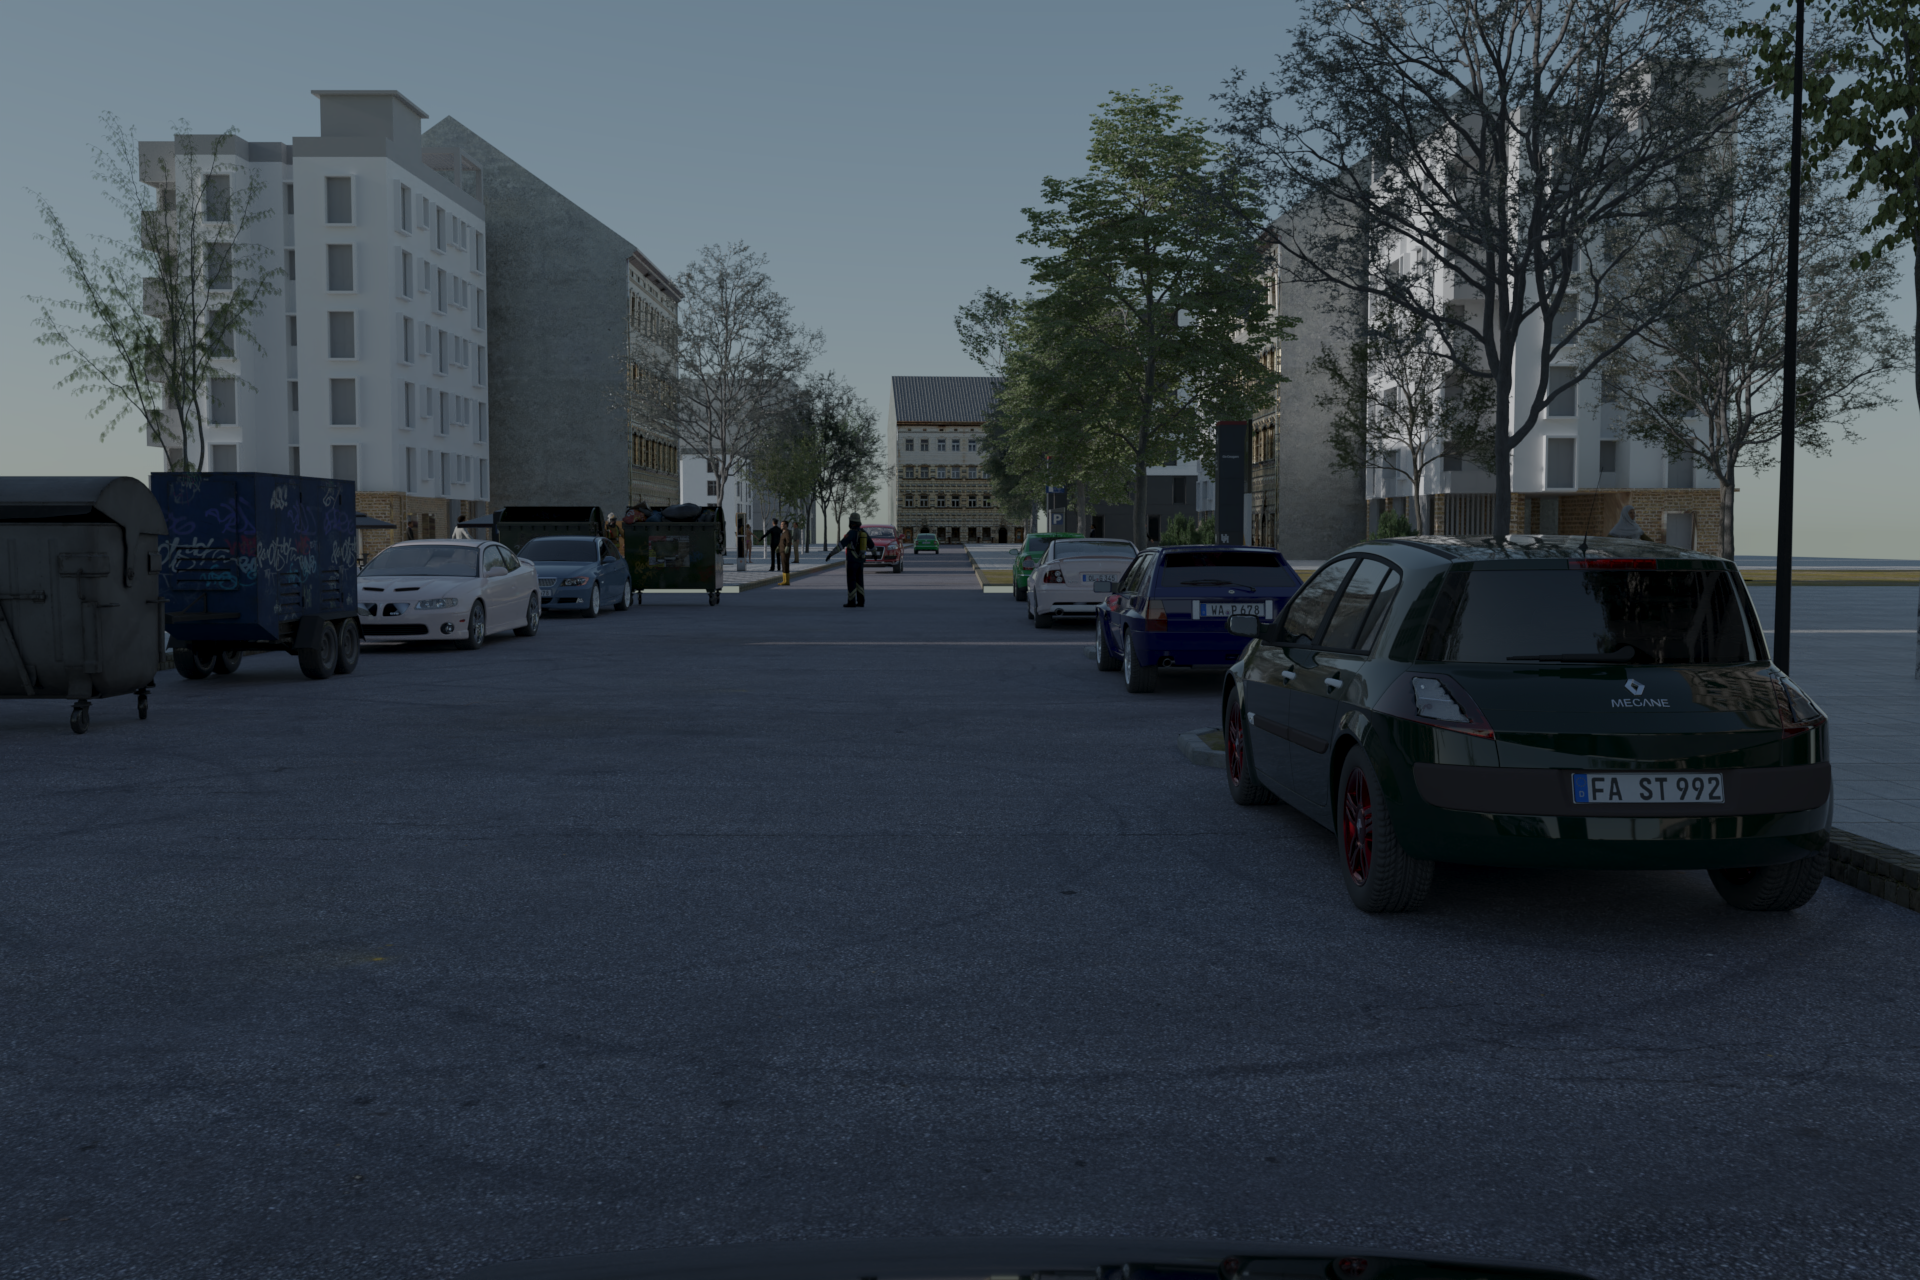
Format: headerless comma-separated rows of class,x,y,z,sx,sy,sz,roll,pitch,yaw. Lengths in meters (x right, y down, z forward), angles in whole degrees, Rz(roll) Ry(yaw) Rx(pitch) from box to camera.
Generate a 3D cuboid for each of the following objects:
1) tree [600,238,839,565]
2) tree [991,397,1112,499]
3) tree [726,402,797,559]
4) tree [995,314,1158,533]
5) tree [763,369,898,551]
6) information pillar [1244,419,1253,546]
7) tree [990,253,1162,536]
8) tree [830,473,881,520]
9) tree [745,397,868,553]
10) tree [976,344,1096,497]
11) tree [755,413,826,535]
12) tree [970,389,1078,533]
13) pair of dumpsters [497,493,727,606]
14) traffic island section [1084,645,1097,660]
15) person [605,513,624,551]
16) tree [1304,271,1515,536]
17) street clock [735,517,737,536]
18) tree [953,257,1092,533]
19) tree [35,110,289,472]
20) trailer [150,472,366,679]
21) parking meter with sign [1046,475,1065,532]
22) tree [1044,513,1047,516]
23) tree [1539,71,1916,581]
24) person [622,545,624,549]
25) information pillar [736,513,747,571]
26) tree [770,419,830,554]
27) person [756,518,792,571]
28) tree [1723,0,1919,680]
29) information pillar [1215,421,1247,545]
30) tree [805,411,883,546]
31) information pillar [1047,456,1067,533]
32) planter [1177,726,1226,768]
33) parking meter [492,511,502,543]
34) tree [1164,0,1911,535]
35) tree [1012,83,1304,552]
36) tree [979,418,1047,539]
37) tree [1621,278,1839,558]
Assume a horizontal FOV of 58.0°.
tree,-9.947,-9.879,71.894,12.009,13.543,11.850,0,3,0
tree,5.525,-9.766,94.089,8.767,10.594,7.601,2,4,34
tree,-10.174,-8.597,90.922,4.360,8.622,3.978,0,3,0
tree,5.537,-9.550,81.891,9.928,11.665,9.643,0,3,0
tree,-10.026,-13.339,128.468,12.009,13.543,11.850,0,3,0
information pillar,5.904,-2.701,35.520,0.183,3.616,0.504,0,4,0
tree,4.695,-9.314,70.405,7.486,12.596,7.792,0,3,0
tree,-14.362,-18.602,238.554,7.601,10.594,8.767,0,4,-2
tree,-10.393,-11.160,116.885,8.767,10.594,7.601,0,4,-2
tree,5.722,-11.920,105.267,12.009,13.543,11.850,0,3,0
tree,-10.241,-9.240,101.430,4.737,8.622,4.395,0,3,0
tree,5.505,-13.716,130.918,9.857,13.997,8.962,0,3,0
pair of dumpsters,-6.957,-1.821,34.730,4.436,2.255,1.574,0,3,0
traffic island section,2.472,0.155,20.326,1.991,0.108,1.994,0,4,-1
person,-9.414,-2.519,46.961,1.354,1.858,0.705,-3,4,-36
tree,16.148,-7.774,61.523,7.601,10.594,8.767,2,4,31
street clock,-7.675,-3.409,60.303,0.358,2.002,0.471,0,4,0
tree,6.404,-16.012,117.691,12.611,20.169,13.585,0,3,0
tree,-13.246,-4.882,30.184,4.360,8.622,3.978,0,3,0
trailer,-6.945,-0.588,16.668,1.471,1.999,3.904,0,4,0
parking meter with sign,2.760,-3.273,49.775,0.543,3.016,1.738,0,4,1
tree,13.362,-17.626,238.548,4.737,8.622,4.395,0,3,0
tree,20.972,-8.361,47.079,12.009,13.543,11.850,0,3,0
person,-8.153,-2.375,44.965,1.347,1.817,0.704,2,4,24
information pillar,-7.549,-3.386,59.852,0.304,2.012,0.304,0,4,1
tree,-10.248,-9.778,110.239,4.737,8.622,4.395,0,3,0
person,-6.418,-3.316,60.157,1.347,1.837,0.705,-2,4,-28
tree,8.659,-3.944,14.839,4.737,8.622,4.395,0,3,0
information pillar,6.243,-3.093,39.955,0.750,3.857,0.750,0,4,0
tree,-10.180,-13.369,144.334,9.928,11.665,9.643,0,3,0
information pillar,3.230,-4.182,57.755,0.750,3.857,0.750,0,4,-1
planter,2.450,0.605,11.254,1.991,0.319,1.994,0,4,1
parking meter,-10.824,-2.152,40.890,0.399,1.863,0.255,0,3,0
tree,8.383,-7.079,26.104,12.009,13.543,11.850,0,3,0
tree,5.030,-7.720,44.355,7.486,12.596,7.792,0,3,0
tree,5.495,-13.709,142.263,7.486,12.596,7.792,0,3,0
tree,26.333,-7.619,58.990,7.601,10.594,8.767,-1,4,-18
